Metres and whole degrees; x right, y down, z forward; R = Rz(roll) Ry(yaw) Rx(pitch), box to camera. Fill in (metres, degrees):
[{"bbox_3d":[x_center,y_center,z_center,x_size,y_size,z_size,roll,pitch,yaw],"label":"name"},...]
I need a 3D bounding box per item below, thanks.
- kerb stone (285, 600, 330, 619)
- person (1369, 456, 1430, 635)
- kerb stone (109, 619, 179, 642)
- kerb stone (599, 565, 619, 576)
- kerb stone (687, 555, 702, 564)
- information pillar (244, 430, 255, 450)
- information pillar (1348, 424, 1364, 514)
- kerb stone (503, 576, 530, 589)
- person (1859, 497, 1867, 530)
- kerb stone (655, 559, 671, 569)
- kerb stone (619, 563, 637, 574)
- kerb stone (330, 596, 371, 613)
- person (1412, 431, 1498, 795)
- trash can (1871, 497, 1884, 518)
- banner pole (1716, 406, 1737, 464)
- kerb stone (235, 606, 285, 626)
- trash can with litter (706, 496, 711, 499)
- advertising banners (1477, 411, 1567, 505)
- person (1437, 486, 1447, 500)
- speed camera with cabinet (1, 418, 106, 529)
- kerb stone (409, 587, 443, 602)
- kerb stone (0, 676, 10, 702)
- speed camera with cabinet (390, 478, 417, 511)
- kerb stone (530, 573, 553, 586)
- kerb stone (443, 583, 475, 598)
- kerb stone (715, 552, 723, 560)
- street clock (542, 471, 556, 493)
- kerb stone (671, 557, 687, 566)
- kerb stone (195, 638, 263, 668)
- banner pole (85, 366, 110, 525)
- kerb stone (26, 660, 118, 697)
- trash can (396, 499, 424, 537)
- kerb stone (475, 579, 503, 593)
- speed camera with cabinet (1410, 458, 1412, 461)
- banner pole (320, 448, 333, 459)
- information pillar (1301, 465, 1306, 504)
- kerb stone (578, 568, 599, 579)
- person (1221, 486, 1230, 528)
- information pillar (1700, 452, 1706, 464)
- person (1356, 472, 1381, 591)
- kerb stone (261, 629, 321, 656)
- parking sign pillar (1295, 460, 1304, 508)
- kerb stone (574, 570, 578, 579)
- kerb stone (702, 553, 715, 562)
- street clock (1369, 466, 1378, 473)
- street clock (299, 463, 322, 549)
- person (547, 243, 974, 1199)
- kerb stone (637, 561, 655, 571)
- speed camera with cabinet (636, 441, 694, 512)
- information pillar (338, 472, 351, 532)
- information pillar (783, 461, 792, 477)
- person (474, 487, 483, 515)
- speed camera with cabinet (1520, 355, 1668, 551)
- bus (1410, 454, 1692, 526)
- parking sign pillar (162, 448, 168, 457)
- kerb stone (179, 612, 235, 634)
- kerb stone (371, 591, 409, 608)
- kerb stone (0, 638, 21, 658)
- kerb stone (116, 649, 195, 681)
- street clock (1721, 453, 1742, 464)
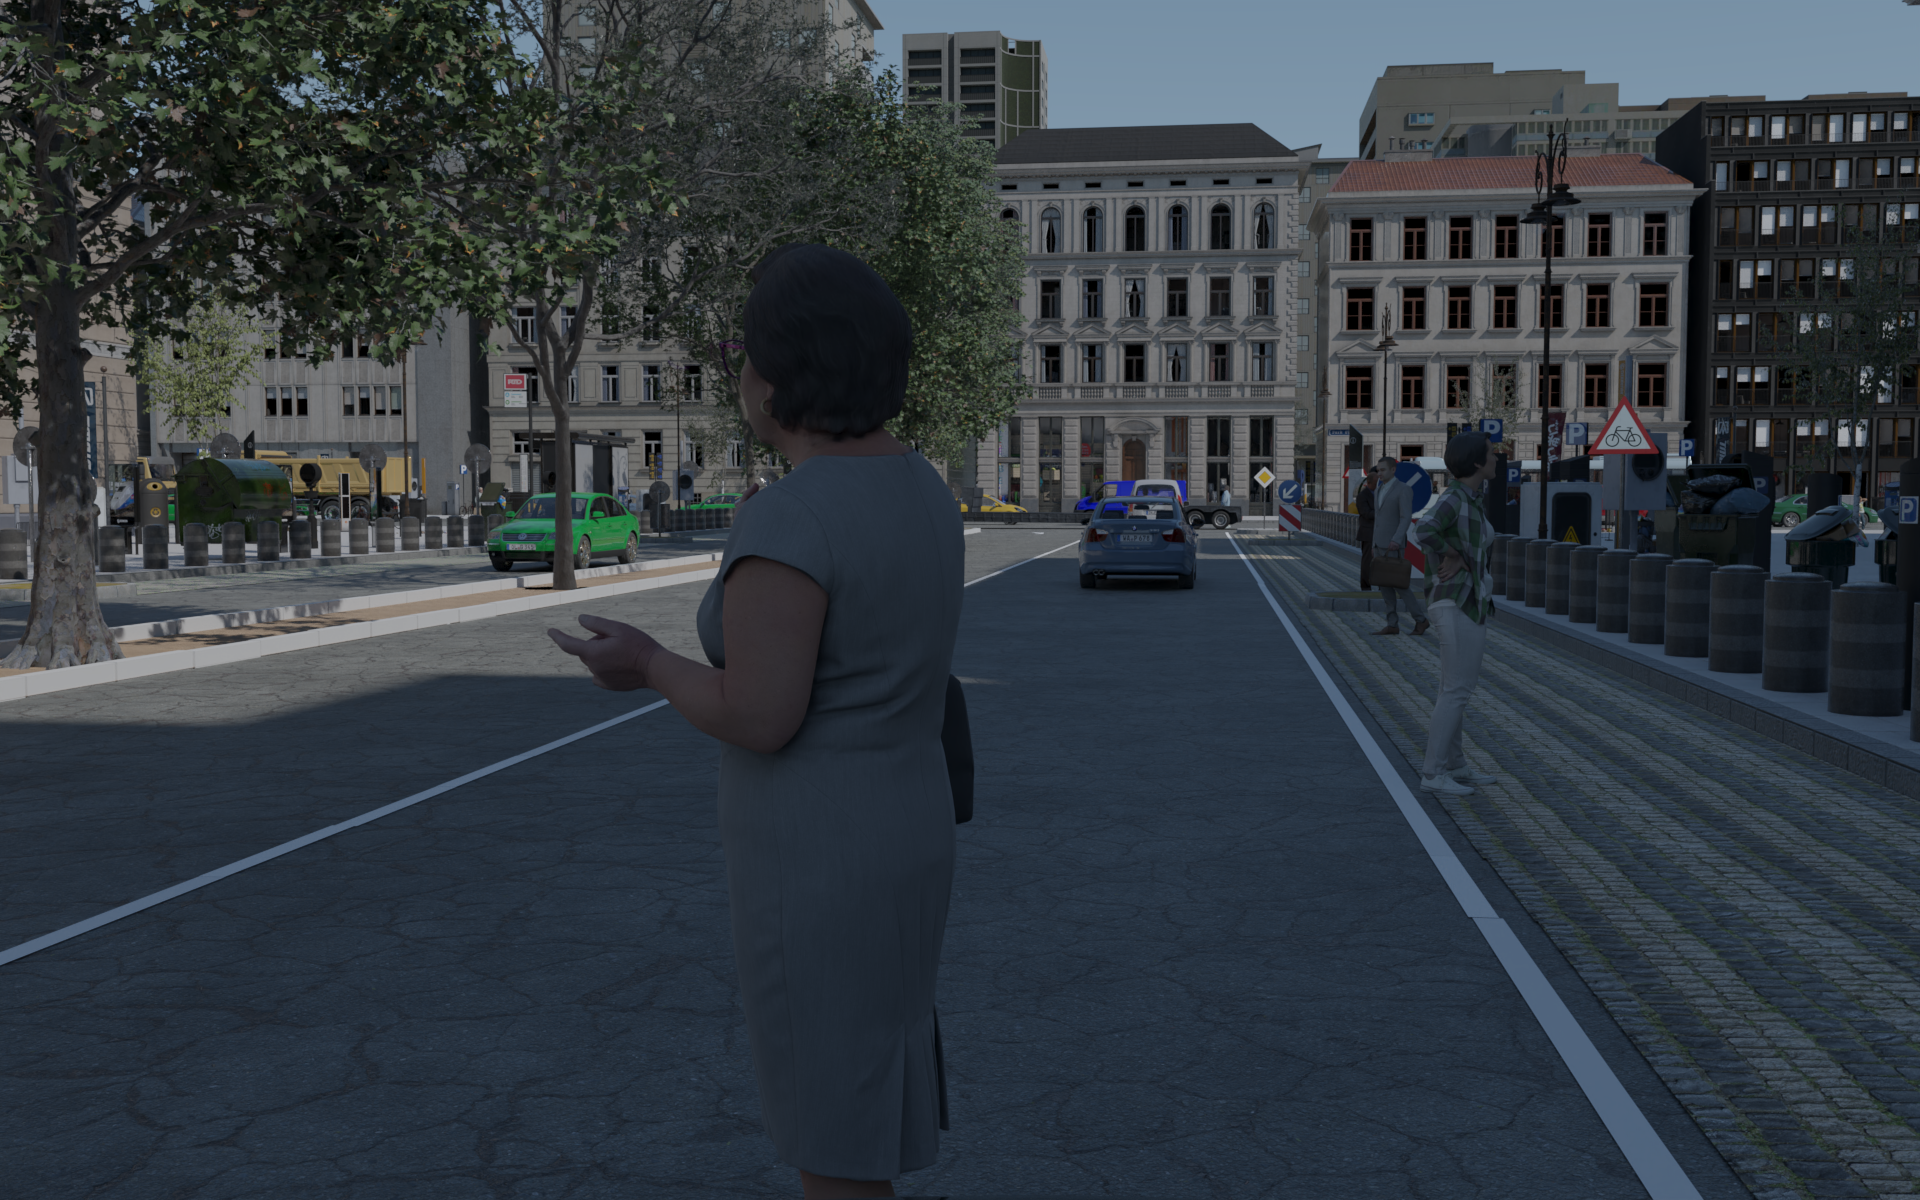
[{"bbox_3d":[-7.657,0.129,20.138,0.120,0.150,1.000,0,4,8],"label":"kerb stone"},{"bbox_3d":[4.344,-0.542,17.485,0.853,1.813,0.709,-2,4,-28],"label":"person"},{"bbox_3d":[-8.086,0.318,17.093,0.120,0.150,1.000,0,4,8],"label":"kerb stone"},{"bbox_3d":[-6.241,-0.493,30.327,0.120,0.150,1.000,0,4,8],"label":"kerb stone"},{"bbox_3d":[-5.533,-0.809,35.417,0.120,0.150,1.000,0,4,8],"label":"kerb stone"},{"bbox_3d":[-25.995,-4.409,63.447,0.504,3.616,0.183,2,4,24],"label":"information pillar"},{"bbox_3d":[13.128,-4.045,57.497,0.504,3.616,0.183,3,4,37],"label":"information pillar"},{"bbox_3d":[-6.811,-0.247,26.264,0.120,0.150,1.000,0,4,8],"label":"kerb stone"},{"bbox_3d":[34.086,-3.247,65.491,0.435,1.345,0.340,-2,4,-28],"label":"person"},{"bbox_3d":[-5.825,-0.684,33.378,0.120,0.150,1.000,0,4,8],"label":"kerb stone"},{"bbox_3d":[-6.106,-0.559,31.342,0.120,0.150,1.000,0,4,8],"label":"kerb stone"},{"bbox_3d":[-7.517,0.064,21.158,0.120,0.150,1.000,0,4,8],"label":"kerb stone"},{"bbox_3d":[2.416,0.048,8.438,0.376,1.734,0.841,2,4,28],"label":"person"},{"bbox_3d":[48.869,-4.926,92.189,0.748,1.137,0.748,0,3,0],"label":"trash can"},{"bbox_3d":[21.924,-3.640,49.523,0.401,3.779,0.863,-2,4,-24],"label":"banner pole"},{"bbox_3d":[-7.796,0.193,19.122,0.120,0.150,1.000,0,4,8],"label":"kerb stone"},{"bbox_3d":[-14.824,-5.480,100.992,1.055,1.170,0.624,2,4,34],"label":"trash can with litter"},{"bbox_3d":[12.037,-2.520,37.386,2.074,3.025,0.090,3,5,40],"label":"advertising banners"},{"bbox_3d":[18.561,-3.475,66.134,0.655,1.722,0.431,2,4,23],"label":"person"},{"bbox_3d":[-20.910,-2.791,39.975,2.038,3.252,0.660,-3,5,-41],"label":"speed camera with cabinet"},{"bbox_3d":[-7.229,-0.056,23.187,0.120,0.150,1.000,0,4,8],"label":"kerb stone"},{"bbox_3d":[-6.704,0.643,11.696,0.120,0.150,1.000,0,4,8],"label":"kerb stone"},{"bbox_3d":[-30.824,-6.214,95.928,0.660,3.252,2.038,1,4,12],"label":"speed camera with cabinet"},{"bbox_3d":[-6.665,-0.311,27.278,0.120,0.150,1.000,0,4,8],"label":"kerb stone"},{"bbox_3d":[-7.086,-0.123,24.211,0.120,0.150,1.000,0,4,8],"label":"kerb stone"},{"bbox_3d":[-5.247,-0.933,37.456,0.120,0.150,1.000,0,4,8],"label":"kerb stone"},{"bbox_3d":[-12.968,-3.070,54.772,0.358,2.002,0.471,2,4,24],"label":"street clock"},{"bbox_3d":[-5.677,-0.737,34.397,0.120,0.150,1.000,0,4,8],"label":"kerb stone"},{"bbox_3d":[-6.279,0.465,14.745,0.120,0.150,1.000,0,4,8],"label":"kerb stone"},{"bbox_3d":[-16.956,-2.684,33.900,0.863,3.779,0.401,-1,4,-11],"label":"banner pole"},{"bbox_3d":[-6.567,0.581,12.715,0.120,0.150,1.000,0,4,8],"label":"kerb stone"},{"bbox_3d":[-15.730,-2.319,49.565,0.748,1.137,0.748,0,3,0],"label":"trash can"},{"bbox_3d":[-6.953,-0.186,25.237,0.120,0.150,1.000,0,4,8],"label":"kerb stone"},{"bbox_3d":[24.103,-6.182,95.419,2.038,3.252,0.660,2,4,24],"label":"speed camera with cabinet"},{"bbox_3d":[-34.519,-6.399,94.645,0.863,3.779,0.401,0,4,-1],"label":"banner pole"},{"bbox_3d":[27.863,-9.117,140.421,0.183,3.616,0.504,-3,4,-38],"label":"information pillar"},{"bbox_3d":[-6.389,-0.435,29.312,0.120,0.150,1.000,0,4,8],"label":"kerb stone"},{"bbox_3d":[11.262,-3.942,73.210,0.793,1.790,0.793,-1,4,-13],"label":"person"},{"bbox_3d":[40.820,-6.355,95.260,0.183,3.616,0.504,0,4,-1],"label":"information pillar"},{"bbox_3d":[5.854,-0.920,24.221,0.600,1.739,0.565,2,4,33],"label":"person"},{"bbox_3d":[-6.148,0.400,15.761,0.120,0.150,1.000,0,4,8],"label":"kerb stone"},{"bbox_3d":[27.262,-9.206,138.987,1.447,3.967,1.447,2,4,25],"label":"parking sign pillar"},{"bbox_3d":[-6.519,-0.373,28.295,0.120,0.150,1.000,0,4,8],"label":"kerb stone"},{"bbox_3d":[-5.399,-0.868,36.442,0.120,0.150,1.000,0,4,8],"label":"kerb stone"},{"bbox_3d":[10.623,-2.408,43.946,0.471,2.002,0.358,-2,4,-24],"label":"street clock"},{"bbox_3d":[-15.201,-2.203,40.597,0.471,2.002,0.358,1,4,19],"label":"street clock"},{"bbox_3d":[-0.230,0.384,2.579,0.532,1.782,0.716,1,4,23],"label":"person"},{"bbox_3d":[-5.966,-0.619,32.363,0.120,0.150,1.000,0,4,8],"label":"kerb stone"},{"bbox_3d":[-10.856,-4.244,63.722,2.038,3.252,0.660,-2,4,-23],"label":"speed camera with cabinet"},{"bbox_3d":[-20.823,-3.309,58.601,0.304,2.012,0.304,-2,4,-34],"label":"information pillar"},{"bbox_3d":[-9.532,-6.394,95.895,0.504,3.616,0.183,-2,4,-27],"label":"information pillar"},{"bbox_3d":[-24.280,-4.801,87.485,0.515,1.767,0.782,1,4,21],"label":"person"},{"bbox_3d":[8.953,-1.842,24.451,2.038,3.252,0.660,-1,4,-17],"label":"speed camera with cabinet"},{"bbox_3d":[26.666,-5.234,80.436,13.247,3.499,2.948,1,4,9],"label":"bus"},{"bbox_3d":[-46.045,-6.833,100.196,1.447,3.967,1.447,-3,4,-38],"label":"parking sign pillar"},{"bbox_3d":[-7.936,0.250,18.107,0.120,0.150,1.000,0,4,8],"label":"kerb stone"},{"bbox_3d":[-7.373,0.005,22.172,0.120,0.150,1.000,0,4,8],"label":"kerb stone"},{"bbox_3d":[-8.364,0.437,15.052,0.120,0.150,1.000,0,4,8],"label":"kerb stone"},{"bbox_3d":[-6.426,0.518,13.730,0.120,0.150,1.000,0,4,8],"label":"kerb stone"},{"bbox_3d":[13.830,-1.612,30.931,0.471,2.002,0.358,-1,4,-13],"label":"street clock"}]
